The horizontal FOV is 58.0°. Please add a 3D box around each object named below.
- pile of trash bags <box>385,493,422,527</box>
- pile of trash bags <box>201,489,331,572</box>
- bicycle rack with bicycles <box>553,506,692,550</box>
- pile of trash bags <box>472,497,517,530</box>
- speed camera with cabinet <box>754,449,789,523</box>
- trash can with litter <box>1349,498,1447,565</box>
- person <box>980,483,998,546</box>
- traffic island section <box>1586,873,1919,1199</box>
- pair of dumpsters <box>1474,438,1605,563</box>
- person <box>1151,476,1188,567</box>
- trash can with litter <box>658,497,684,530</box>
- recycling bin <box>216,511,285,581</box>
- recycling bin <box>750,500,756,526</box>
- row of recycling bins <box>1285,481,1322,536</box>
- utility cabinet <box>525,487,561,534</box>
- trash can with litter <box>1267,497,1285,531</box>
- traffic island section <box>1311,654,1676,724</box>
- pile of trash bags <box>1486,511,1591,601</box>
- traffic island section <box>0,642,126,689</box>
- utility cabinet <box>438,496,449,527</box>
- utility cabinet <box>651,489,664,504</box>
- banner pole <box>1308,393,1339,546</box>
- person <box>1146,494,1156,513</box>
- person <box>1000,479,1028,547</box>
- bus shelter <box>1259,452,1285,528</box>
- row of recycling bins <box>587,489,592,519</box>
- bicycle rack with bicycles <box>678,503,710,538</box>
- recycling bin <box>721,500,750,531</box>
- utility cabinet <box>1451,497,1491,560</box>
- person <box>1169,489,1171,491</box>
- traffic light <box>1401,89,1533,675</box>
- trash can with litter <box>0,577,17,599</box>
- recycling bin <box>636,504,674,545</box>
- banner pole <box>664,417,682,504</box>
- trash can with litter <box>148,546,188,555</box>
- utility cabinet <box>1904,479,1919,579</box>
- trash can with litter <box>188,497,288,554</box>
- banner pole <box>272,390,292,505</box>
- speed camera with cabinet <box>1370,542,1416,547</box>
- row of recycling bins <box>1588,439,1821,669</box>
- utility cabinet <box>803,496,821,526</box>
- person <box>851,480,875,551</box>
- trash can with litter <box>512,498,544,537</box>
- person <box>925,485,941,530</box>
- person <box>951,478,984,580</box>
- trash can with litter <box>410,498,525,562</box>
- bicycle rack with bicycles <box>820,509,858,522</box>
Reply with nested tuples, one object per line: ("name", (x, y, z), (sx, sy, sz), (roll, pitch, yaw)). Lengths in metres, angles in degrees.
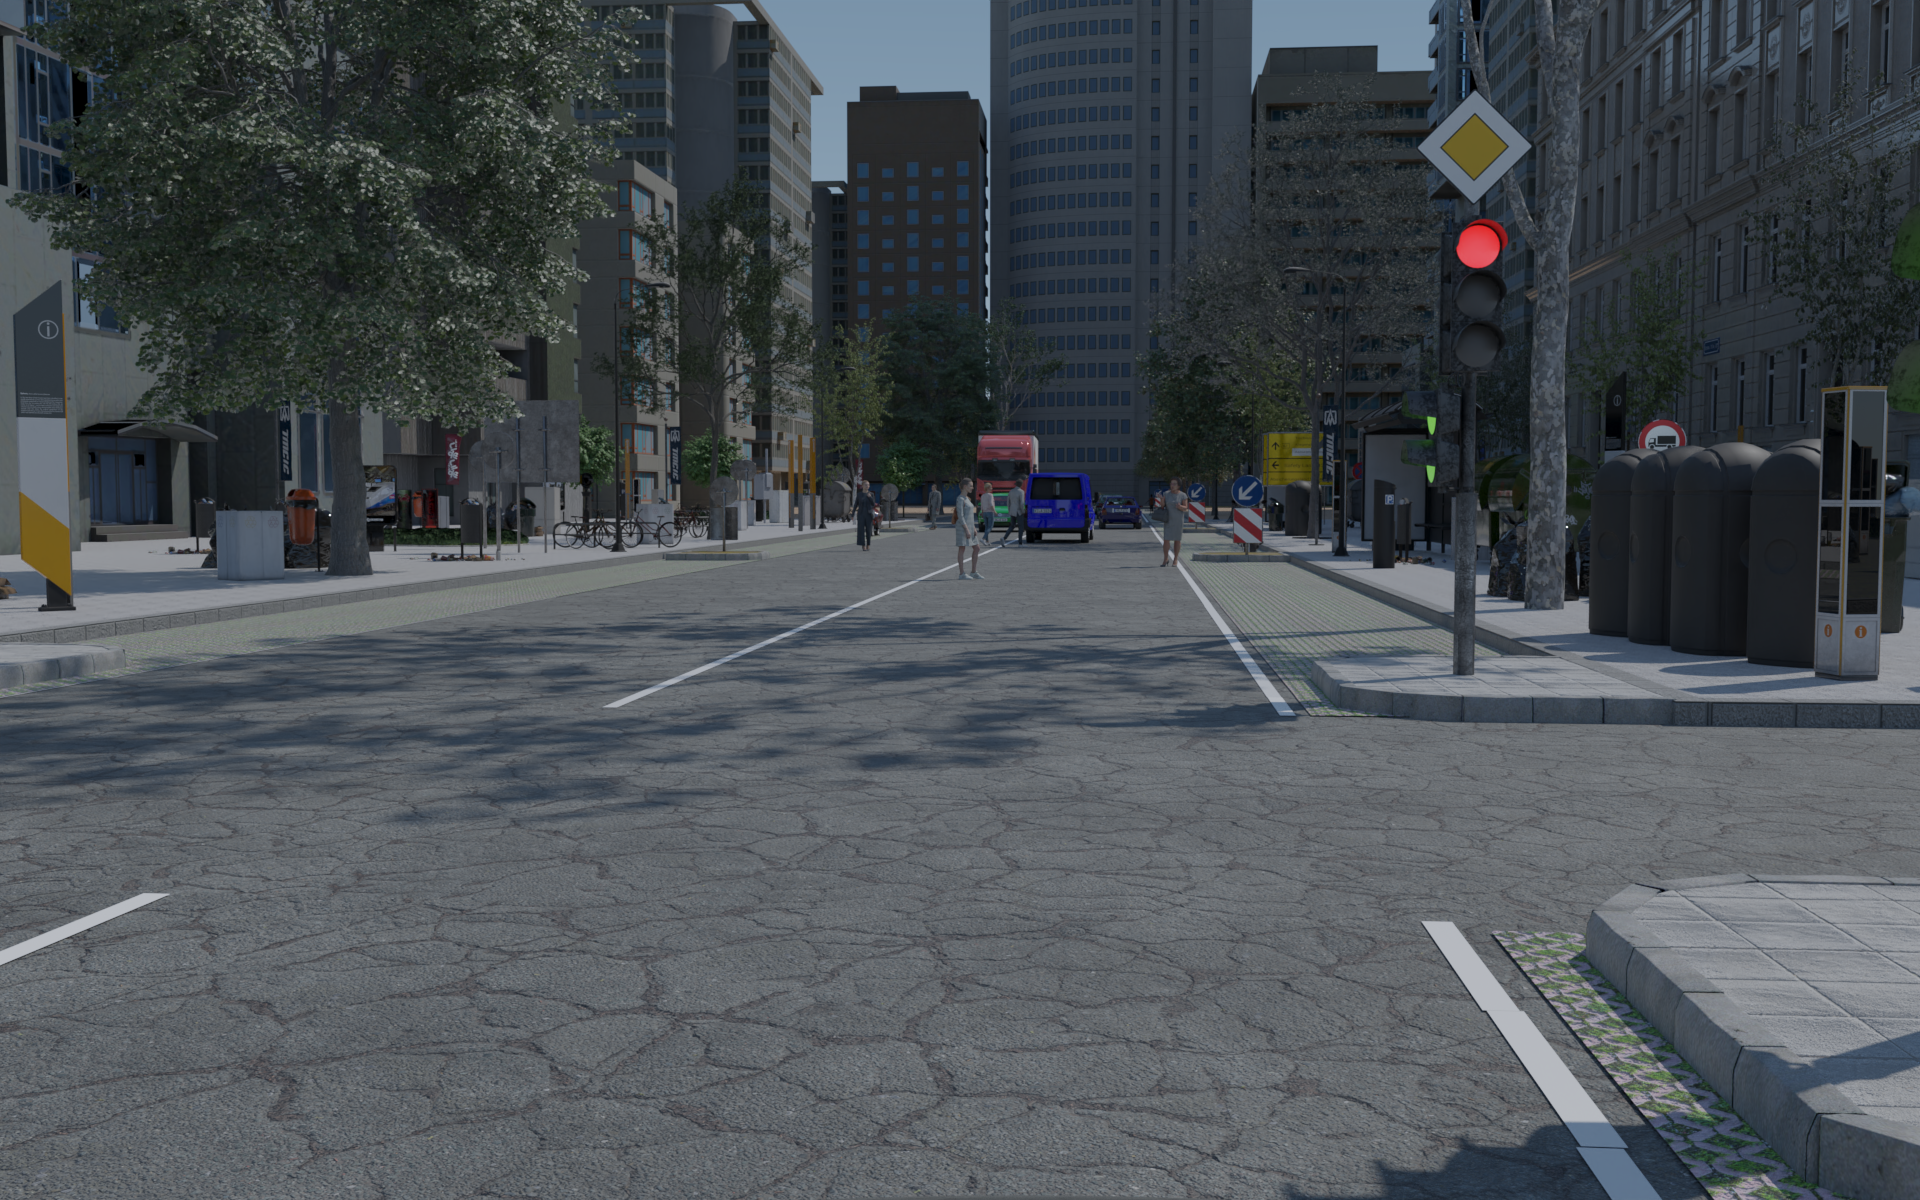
("pile of trash bags", (-21.151, -3.268, 63.183), (3.447, 1.369, 1.912), (-1, 4, -17))
("pile of trash bags", (-11.647, -1.214, 29.602), (1.912, 1.369, 3.447), (-3, 4, -37))
("bicycle rack with bicycles", (-8.389, -1.680, 40.847), (2.925, 0.926, 2.852), (1, 4, 20))
("pile of trash bags", (-16.112, -3.179, 61.724), (3.447, 1.369, 1.912), (3, 4, 37))
("speed camera with cabinet", (-8.245, -5.016, 76.353), (0.660, 3.252, 2.038), (2, 4, 32))
("trash can with litter", (8.252, -1.296, 32.242), (1.678, 1.210, 2.233), (0, 4, 1))
("person", (0.760, -2.375, 47.996), (0.731, 1.740, 0.598), (3, 5, 40))
("traffic island section", (2.834, 1.096, 4.365), (2.009, 0.180, 2.903), (0, 4, 5))
("pair of dumpsters", (9.927, -1.697, 30.248), (1.574, 2.255, 4.437), (0, 4, 5))
("person", (4.109, -1.547, 34.159), (0.716, 1.782, 0.532), (1, 4, 21))
("trash can with litter", (-10.382, -3.112, 62.264), (1.055, 1.170, 0.624), (0, 4, -3))
("recycling bin", (-10.645, -0.821, 25.980), (0.722, 1.027, 0.722), (3, 5, 40))
("recycling bin", (-8.701, -3.534, 70.341), (0.722, 1.027, 0.722), (0, 4, 1))
("row of recycling bins", (10.745, -2.886, 54.300), (1.069, 1.692, 3.534), (1, 4, 17))
("utility cabinet", (-13.186, -2.819, 54.762), (1.173, 1.500, 0.318), (2, 4, 27))
("trash can with litter", (11.127, -2.955, 59.706), (1.055, 1.170, 0.624), (2, 4, 25))
("traffic island section", (3.602, 0.610, 12.313), (2.009, 0.180, 2.903), (0, 4, 5))
("pile of trash bags", (8.255, -0.698, 21.159), (3.447, 1.369, 1.912), (1, 4, 15))
("traffic island section", (-7.936, 0.541, 13.428), (2.009, 0.180, 2.903), (0, 4, 5))
("utility cabinet", (-16.617, -2.710, 55.463), (0.306, 1.237, 1.020), (-2, 4, -30))
("utility cabinet", (-13.779, -4.303, 79.035), (0.318, 1.500, 1.173), (-2, 4, -24))
("banner pole", (9.063, -3.242, 43.030), (0.401, 3.779, 0.863), (-3, 5, -40))
("person", (13.654, -6.843, 123.640), (1.065, 1.426, 0.557), (-3, 5, -41))
("person", (1.470, -2.329, 46.433), (0.795, 1.843, 0.661), (-3, 4, -38))
("bus shelter", (12.102, -4.229, 63.074), (2.014, 3.302, 5.546), (0, 4, 6))
("row of recycling bins", (-20.668, -4.995, 88.786), (3.534, 1.692, 1.069), (0, 4, -3))
("bicycle rack with bicycles", (-8.261, -2.311, 51.168), (2.852, 0.926, 2.925), (3, 5, 43))
("recycling bin", (-7.941, -2.956, 60.887), (0.722, 1.027, 0.722), (1, 4, 10))
("utility cabinet", (10.078, -1.372, 33.597), (1.020, 1.237, 0.306), (0, 4, 0))
("person", (12.913, -5.968, 106.632), (0.990, 1.755, 0.434), (3, 4, 38))
("traffic light", (3.563, -1.424, 12.203), (0.839, 4.253, 0.868), (0, 4, 5))
("trash can with litter", (-12.094, -0.597, 21.150), (1.055, 1.170, 0.624), (0, 4, 0))
("recycling bin", (-7.809, -1.944, 44.341), (0.722, 1.027, 0.722), (-3, 5, -39))
("banner pole", (-9.400, -4.066, 56.503), (0.863, 3.779, 0.401), (2, 4, 31))
("trash can with litter", (-16.508, -1.613, 37.430), (2.233, 1.210, 1.678), (1, 4, 23))
("utility cabinet", (14.523, -1.062, 26.037), (0.318, 1.500, 1.173), (1, 4, 10))
("trash can with litter", (-13.579, -1.398, 33.914), (1.678, 1.210, 2.233), (3, 5, 42))
("banner pole", (-15.931, -3.101, 40.715), (0.863, 3.779, 0.401), (3, 4, 37))
("speed camera with cabinet", (11.069, -2.924, 42.151), (2.038, 3.252, 0.660), (0, 4, -8))
("row of recycling bins", (6.267, -0.445, 14.397), (1.069, 1.692, 3.534), (0, 4, -4))
("utility cabinet", (-6.087, -3.618, 70.322), (0.306, 1.237, 1.020), (2, 4, 35))
("person", (-2.418, -2.120, 43.588), (0.576, 1.772, 0.534), (-2, 4, -24))
("trash can with litter", (-12.980, -2.494, 52.157), (0.624, 1.170, 1.055), (1, 4, 15))
("person", (-1.086, -3.726, 69.528), (0.694, 1.812, 0.767), (3, 4, 38))
("person", (0.098, -1.194, 29.033), (0.522, 1.701, 0.512), (1, 4, 19))
("trash can with litter", (-9.689, -1.379, 33.606), (2.233, 1.210, 1.678), (2, 4, 30))
("bicycle rack with bicycles", (-5.798, -4.104, 80.486), (2.925, 0.926, 2.852), (-1, 4, -11))
